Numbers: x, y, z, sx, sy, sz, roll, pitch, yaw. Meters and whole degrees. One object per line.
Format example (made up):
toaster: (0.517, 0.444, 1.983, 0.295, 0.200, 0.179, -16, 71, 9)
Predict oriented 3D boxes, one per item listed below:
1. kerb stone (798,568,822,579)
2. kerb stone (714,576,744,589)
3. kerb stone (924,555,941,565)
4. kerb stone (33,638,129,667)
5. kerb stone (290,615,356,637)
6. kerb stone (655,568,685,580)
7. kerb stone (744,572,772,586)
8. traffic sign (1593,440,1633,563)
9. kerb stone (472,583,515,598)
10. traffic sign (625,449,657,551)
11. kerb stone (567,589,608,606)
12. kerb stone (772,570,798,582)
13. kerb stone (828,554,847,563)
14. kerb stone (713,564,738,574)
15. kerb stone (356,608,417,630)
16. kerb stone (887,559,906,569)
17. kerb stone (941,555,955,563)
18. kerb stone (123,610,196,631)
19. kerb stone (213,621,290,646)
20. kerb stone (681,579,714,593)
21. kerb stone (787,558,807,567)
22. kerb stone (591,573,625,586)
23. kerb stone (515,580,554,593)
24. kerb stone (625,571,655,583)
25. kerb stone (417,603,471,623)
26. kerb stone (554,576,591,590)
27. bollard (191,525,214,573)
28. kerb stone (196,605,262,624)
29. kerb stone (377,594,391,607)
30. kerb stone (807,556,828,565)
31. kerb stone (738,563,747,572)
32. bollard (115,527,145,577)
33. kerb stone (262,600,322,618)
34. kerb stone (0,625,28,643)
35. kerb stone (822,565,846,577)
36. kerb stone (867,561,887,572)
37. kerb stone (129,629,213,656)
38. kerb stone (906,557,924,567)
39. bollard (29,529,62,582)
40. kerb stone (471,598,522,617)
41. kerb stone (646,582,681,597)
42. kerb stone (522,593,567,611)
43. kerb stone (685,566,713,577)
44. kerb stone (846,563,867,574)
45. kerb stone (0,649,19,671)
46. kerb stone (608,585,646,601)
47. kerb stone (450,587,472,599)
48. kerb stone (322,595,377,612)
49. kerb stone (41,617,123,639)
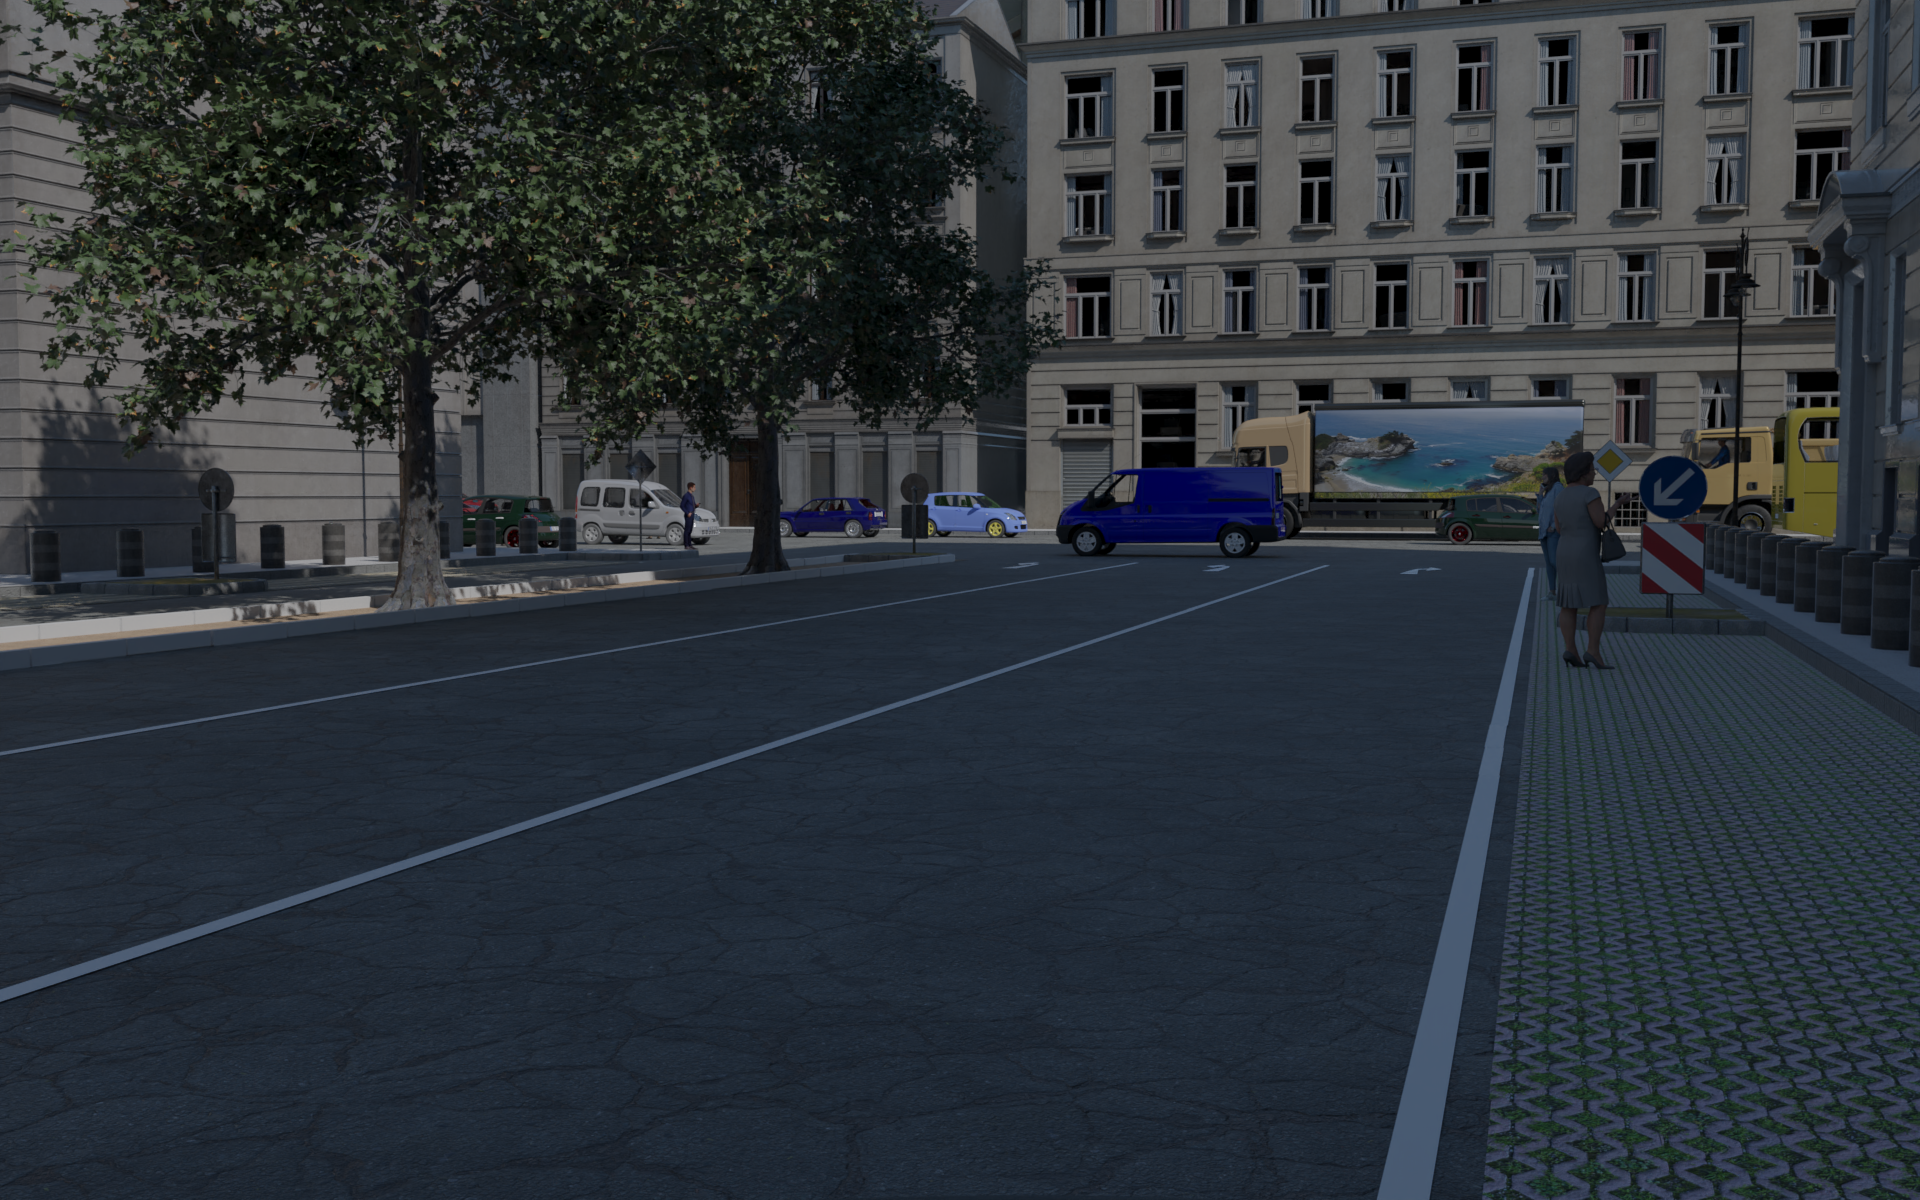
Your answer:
kerb stone: (-2.636, -0.442, 29.455, 0.120, 0.150, 1.000, 1, 4, 19)
kerb stone: (-3.627, -0.261, 26.537, 0.120, 0.150, 1.000, 1, 4, 19)
kerb stone: (-0.660, -0.799, 35.303, 0.120, 0.150, 1.000, 1, 4, 19)
kerb stone: (-7.582, 0.450, 14.839, 0.120, 0.150, 1.000, 1, 4, 19)
kerb stone: (-6.595, 0.272, 17.765, 0.120, 0.150, 1.000, 1, 4, 19)
kerb stone: (-4.963, -0.424, 29.129, 0.120, 0.150, 1.000, 1, 4, 19)
kerb stone: (-3.296, -0.321, 27.507, 0.120, 0.150, 1.000, 1, 4, 19)
traffic sign: (12.045, -1.743, 32.148, 0.795, 2.450, 0.064, 1, 4, 19)
kerb stone: (-6.607, -0.126, 24.269, 0.120, 0.150, 1.000, 1, 4, 19)
traffic sign: (-7.126, -2.140, 38.639, 0.795, 2.450, 0.064, 1, 4, 19)
kerb stone: (-4.945, -0.027, 22.629, 0.120, 0.150, 1.000, 1, 4, 19)
kerb stone: (-2.967, -0.384, 28.479, 0.120, 0.150, 1.000, 1, 4, 19)
kerb stone: (-2.650, -0.841, 35.948, 0.120, 0.150, 1.000, 1, 4, 19)
kerb stone: (-4.301, -0.543, 31.082, 0.120, 0.150, 1.000, 1, 4, 19)
kerb stone: (-6.264, 0.212, 18.735, 0.120, 0.150, 1.000, 1, 4, 19)
kerb stone: (-1.318, -0.682, 33.352, 0.120, 0.150, 1.000, 1, 4, 19)
kerb stone: (-0.322, -0.861, 36.271, 0.120, 0.150, 1.000, 1, 4, 19)
kerb stone: (-8.578, 0.230, 18.439, 0.120, 0.150, 1.000, 1, 4, 19)
kerb stone: (-6.919, 0.331, 16.792, 0.120, 0.150, 1.000, 1, 4, 19)
kerb stone: (-3.945, -0.206, 25.561, 0.120, 0.150, 1.000, 1, 4, 19)
kerb stone: (-3.316, -0.720, 33.998, 0.120, 0.150, 1.000, 1, 4, 19)
kerb stone: (-5.610, -0.305, 27.182, 0.120, 0.150, 1.000, 1, 4, 19)
kerb stone: (-6.284, -0.186, 25.242, 0.120, 0.150, 1.000, 1, 4, 19)
kerb stone: (-5.292, -0.365, 28.158, 0.120, 0.150, 1.000, 1, 4, 19)
kerb stone: (-5.935, 0.152, 19.708, 0.120, 0.150, 1.000, 1, 4, 19)
kerb stone: (-5.943, -0.246, 26.212, 0.120, 0.150, 1.000, 1, 4, 19)
bollard: (-12.382, -0.837, 28.409, 0.404, 0.777, 0.398, 0, 3, 0)
kerb stone: (-8.249, 0.170, 19.410, 0.120, 0.150, 1.000, 1, 4, 19)
kerb stone: (-7.265, -0.008, 22.327, 0.120, 0.150, 1.000, 1, 4, 19)
kerb stone: (-2.979, -0.772, 34.971, 0.120, 0.150, 1.000, 1, 4, 19)
kerb stone: (-3.972, -0.601, 32.053, 0.120, 0.150, 1.000, 1, 4, 19)
bollard: (-12.892, -0.746, 26.909, 0.404, 0.777, 0.398, 0, 3, 0)
kerb stone: (-7.921, 0.111, 20.384, 0.120, 0.150, 1.000, 1, 4, 19)
kerb stone: (-9.242, 0.349, 16.497, 0.120, 0.150, 1.000, 1, 4, 19)
kerb stone: (-2.298, -0.500, 30.432, 0.120, 0.150, 1.000, 1, 4, 19)
kerb stone: (-1.642, -0.623, 32.377, 0.120, 0.150, 1.000, 1, 4, 19)
kerb stone: (-7.259, 0.390, 15.818, 0.120, 0.150, 1.000, 1, 4, 19)
kerb stone: (-0.990, -0.742, 34.332, 0.120, 0.150, 1.000, 1, 4, 19)
bollard: (-13.406, -0.653, 25.391, 0.404, 0.777, 0.398, 0, 3, 0)
kerb stone: (-5.599, 0.095, 20.686, 0.120, 0.150, 1.000, 1, 4, 19)
kerb stone: (-4.282, -0.145, 24.574, 0.120, 0.150, 1.000, 1, 4, 19)
kerb stone: (-5.271, 0.033, 21.657, 0.120, 0.150, 1.000, 1, 4, 19)
kerb stone: (-4.625, -0.484, 30.108, 0.120, 0.150, 1.000, 1, 4, 19)
kerb stone: (-1.967, -0.556, 31.406, 0.120, 0.150, 1.000, 1, 4, 19)
kerb stone: (-7.908, 0.510, 13.867, 0.120, 0.150, 1.000, 1, 4, 19)
kerb stone: (-4.615, -0.086, 23.602, 0.120, 0.150, 1.000, 1, 4, 19)
kerb stone: (-6.942, -0.068, 23.300, 0.120, 0.150, 1.000, 1, 4, 19)
kerb stone: (-7.596, 0.057, 21.357, 0.120, 0.150, 1.000, 1, 4, 19)
kerb stone: (-8.911, 0.289, 17.468, 0.120, 0.150, 1.000, 1, 4, 19)
